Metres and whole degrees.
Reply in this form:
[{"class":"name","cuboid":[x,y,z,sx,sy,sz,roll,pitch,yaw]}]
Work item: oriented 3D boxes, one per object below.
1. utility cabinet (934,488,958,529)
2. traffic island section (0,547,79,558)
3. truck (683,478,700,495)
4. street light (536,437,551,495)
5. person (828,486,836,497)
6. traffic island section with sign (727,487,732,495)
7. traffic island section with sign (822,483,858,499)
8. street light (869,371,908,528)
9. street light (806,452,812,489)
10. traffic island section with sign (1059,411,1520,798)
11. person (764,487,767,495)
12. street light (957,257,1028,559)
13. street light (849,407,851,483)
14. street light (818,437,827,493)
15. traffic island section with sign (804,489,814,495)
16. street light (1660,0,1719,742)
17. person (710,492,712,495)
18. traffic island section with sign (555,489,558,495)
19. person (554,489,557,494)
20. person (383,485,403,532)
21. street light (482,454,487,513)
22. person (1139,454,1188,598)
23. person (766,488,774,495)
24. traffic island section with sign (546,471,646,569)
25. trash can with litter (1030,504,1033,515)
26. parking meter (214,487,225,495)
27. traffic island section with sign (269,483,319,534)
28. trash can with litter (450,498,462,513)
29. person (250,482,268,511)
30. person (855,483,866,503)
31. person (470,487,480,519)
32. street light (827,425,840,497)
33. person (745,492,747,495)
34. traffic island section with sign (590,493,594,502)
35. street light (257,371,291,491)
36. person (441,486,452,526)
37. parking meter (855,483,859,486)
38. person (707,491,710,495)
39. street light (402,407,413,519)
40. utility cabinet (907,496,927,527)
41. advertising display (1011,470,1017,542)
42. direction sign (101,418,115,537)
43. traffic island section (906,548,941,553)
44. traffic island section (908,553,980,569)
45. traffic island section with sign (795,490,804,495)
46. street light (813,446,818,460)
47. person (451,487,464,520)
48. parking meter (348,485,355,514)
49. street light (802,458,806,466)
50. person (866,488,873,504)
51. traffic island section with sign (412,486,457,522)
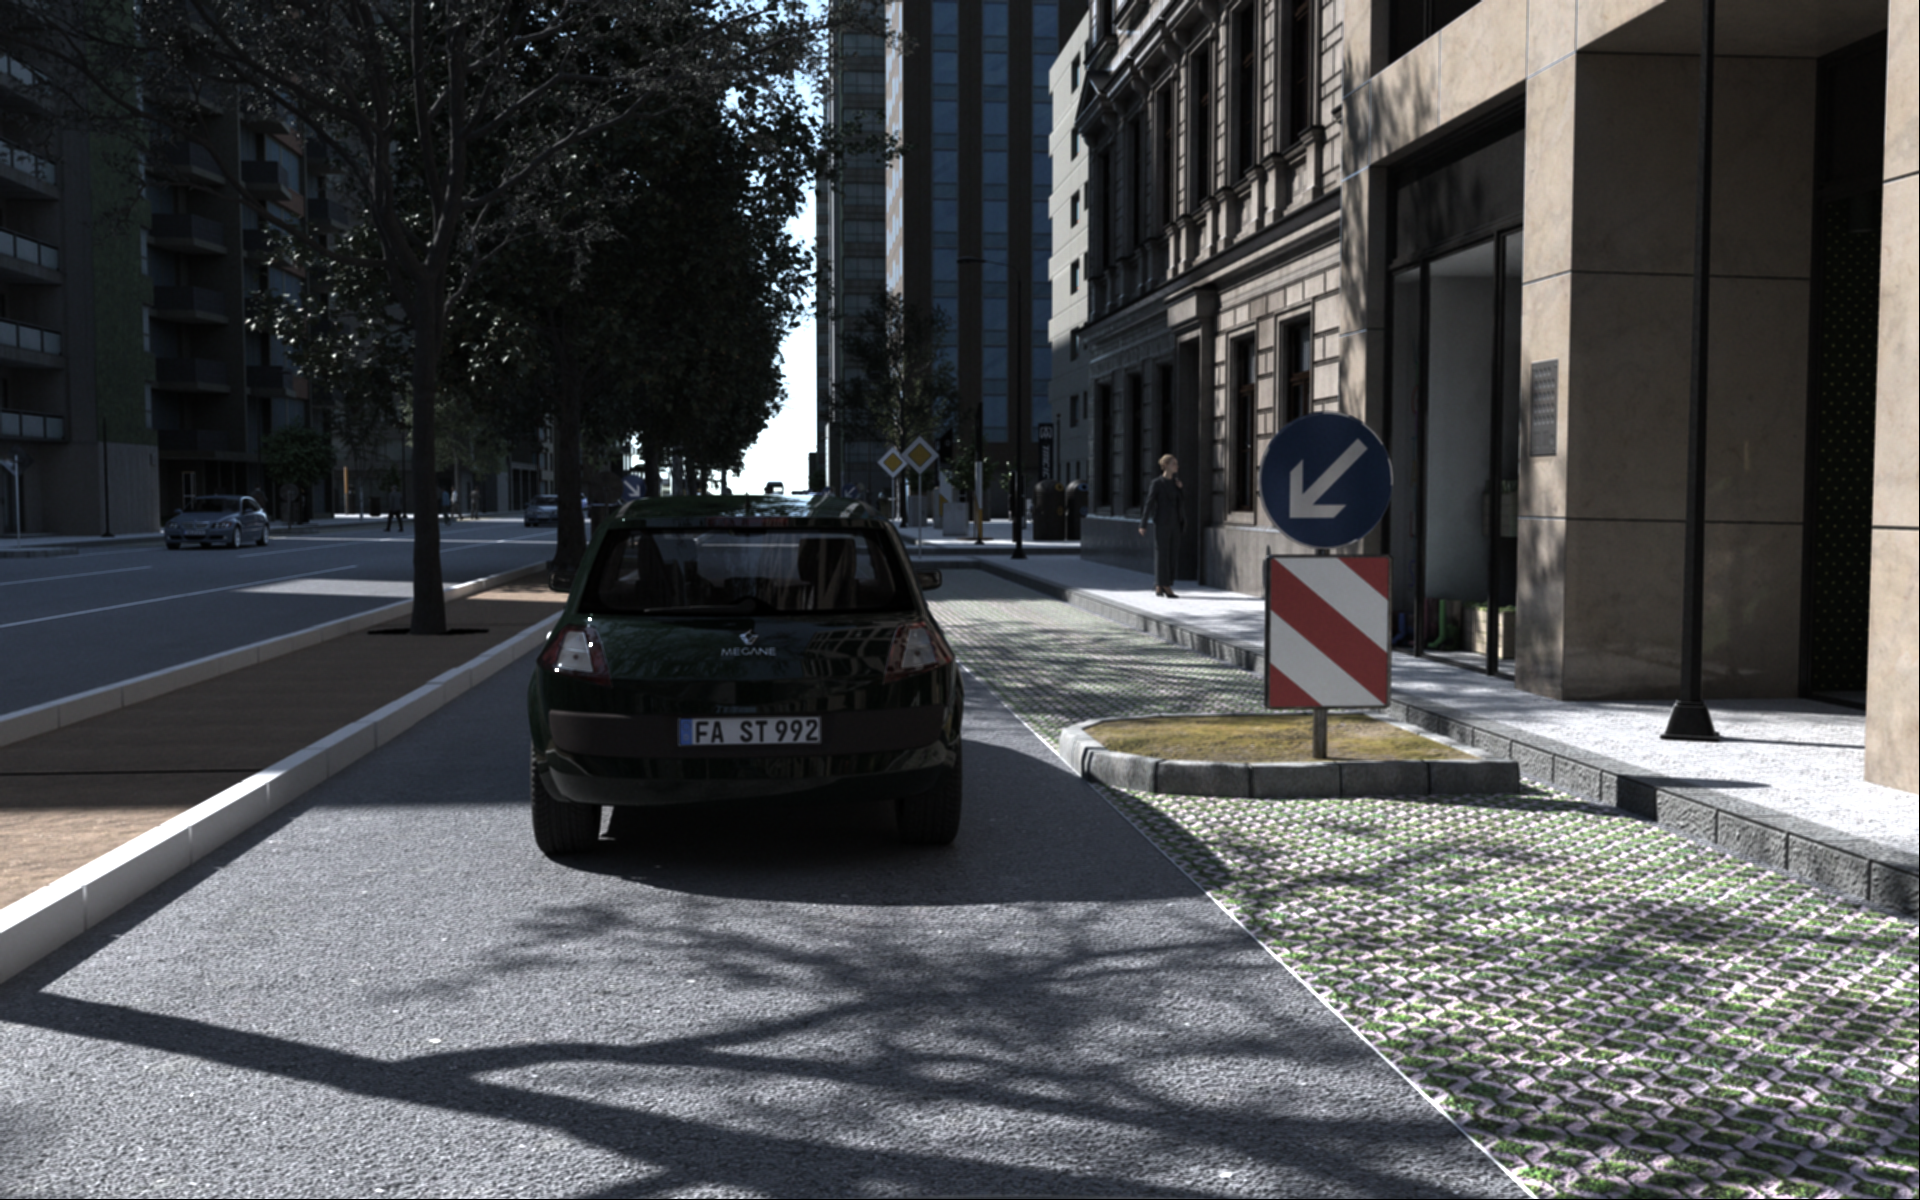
[{"class":"utility cabinet","cuboid":[-0.539,-3.367,63.730,0.318,1.500,1.173,2,4,32]},{"class":"traffic island section","cuboid":[-21.815,-1.090,40.096,2.009,0.180,2.903,0,4,-6]},{"class":"truck","cuboid":[-32.788,-13.285,213.131,3.469,3.379,9.791,0,4,-6]},{"class":"street light","cuboid":[-33.944,-10.309,141.097,1.470,5.913,1.316,0,4,-6]},{"class":"person","cuboid":[-5.709,-4.188,77.319,0.624,1.780,0.694,3,5,44]},{"class":"traffic island section with sign","cuboid":[-15.613,-6.594,115.954,2.006,1.907,1.989,0,4,-6]},{"class":"traffic island section with sign","cuboid":[-4.198,-3.381,63.911,1.989,1.847,2.006,0,4,-6]},{"class":"street light","cuboid":[-2.700,-5.702,65.775,1.470,5.913,1.316,0,4,-6]},{"class":"street light","cuboid":[-16.084,-13.486,193.044,1.470,5.913,1.316,0,4,-6]},{"class":"traffic island section with sign","cuboid":[1.572,-0.027,9.070,1.989,1.847,2.006,0,4,-6]},{"class":"person","cuboid":[-11.739,-5.913,104.953,0.755,1.850,0.659,-3,5,-44]},{"class":"street light","cuboid":[0.632,-3.768,34.152,1.470,5.913,1.316,0,4,-6]},{"class":"street light","cuboid":[-5.335,-7.290,91.729,1.470,5.913,1.316,0,4,-6]},{"class":"street light","cuboid":[-10.641,-10.370,142.091,1.470,5.913,1.316,0,4,-6]},{"class":"traffic island section with sign","cuboid":[-7.046,-5.031,90.892,1.989,1.847,2.006,0,4,-6]},{"class":"street light","cuboid":[3.305,-2.223,8.894,1.470,5.913,1.316,0,4,-6]},{"class":"person","cuboid":[-39.400,-16.189,273.644,0.683,1.767,0.568,1,4,22]},{"class":"traffic island section with sign","cuboid":[-32.297,-8.006,139.529,1.989,1.847,2.006,0,4,-6]},{"class":"person","cuboid":[-35.284,-8.856,151.523,0.721,1.739,1.217,-1,4,-9]},{"class":"person","cuboid":[-21.646,-3.503,66.170,0.834,1.777,0.661,1,4,21]},{"class":"street light","cuboid":[-31.307,-8.764,115.835,1.470,5.913,1.316,0,4,-6]},{"class":"person","cuboid":[2.528,-0.923,21.557,0.534,1.772,0.576,3,4,38]},{"class":"person","cuboid":[-10.631,-5.301,95.769,0.643,1.750,0.593,3,4,38]},{"class":"traffic island section with sign","cuboid":[-6.971,-1.573,33.860,2.006,1.907,1.989,0,4,-6]},{"class":"trash can with litter","cuboid":[2.810,-2.704,55.600,1.055,1.170,0.624,-2,4,-25]},{"class":"parking meter","cuboid":[-27.442,-3.416,64.256,0.372,1.533,0.369,0,3,0]},{"class":"traffic island section with sign","cuboid":[-24.149,-3.271,62.112,1.989,1.847,2.006,0,4,-6]},{"class":"trash can with litter","cuboid":[-33.085,-6.259,113.729,0.624,1.170,1.055,-1,4,-9]},{"class":"person","cuboid":[-23.867,-3.089,58.963,0.622,1.834,0.822,0,4,-7]},{"class":"person","cuboid":[-3.332,-2.978,57.381,0.526,1.800,0.537,-2,4,-31]},{"class":"person","cuboid":[-27.401,-5.485,97.992,0.655,1.846,0.447,2,4,26]},{"class":"street light","cuboid":[-8.028,-8.834,116.984,1.470,5.913,1.316,0,4,-6]},{"class":"person","cuboid":[-31.111,-14.879,252.454,1.217,1.739,0.721,3,5,41]},{"class":"traffic island section with sign","cuboid":[-35.126,-9.646,166.336,1.989,1.847,2.006,0,4,-6]},{"class":"street light","cuboid":[-25.878,-5.674,65.314,1.470,5.913,1.316,0,4,-6]},{"class":"person","cuboid":[-22.783,-4.156,76.789,0.444,1.785,0.601,1,4,20]},{"class":"parking meter","cuboid":[-5.645,-5.459,94.965,0.255,1.863,0.399,-1,4,-10]},{"class":"person","cuboid":[-23.636,-9.435,163.491,0.721,1.736,1.217,-2,4,-23]},{"class":"street light","cuboid":[-28.600,-7.230,90.755,1.470,5.913,1.316,0,4,-6]},{"class":"utility cabinet","cuboid":[-1.650,-3.439,67.397,0.306,1.237,1.020,2,4,31]},{"class":"advertising display","cuboid":[1.502,-2.518,46.384,0.123,1.923,0.974,1,4,11]},{"class":"direction sign","cuboid":[-25.511,-3.654,51.742,0.379,3.537,0.876,-2,4,-25]},{"class":"traffic island section","cuboid":[-1.585,-1.219,42.213,2.009,0.180,2.903,0,4,-6]},{"class":"traffic island section","cuboid":[-0.749,-0.733,34.272,2.009,0.180,2.903,0,4,-6]},{"class":"traffic island section with sign","cuboid":[-12.382,-8.131,141.563,1.989,1.847,2.006,0,4,-6]},{"class":"street light","cuboid":[-13.311,-11.921,167.451,1.470,5.913,1.316,0,4,-6]},{"class":"person","cuboid":[-27.195,-5.181,93.313,0.850,1.850,0.679,-1,4,-9]},{"class":"parking meter","cuboid":[-38.458,-6.348,109.493,0.399,1.863,0.255,1,4,23]},{"class":"street light","cuboid":[-19.311,-15.395,224.251,1.470,5.913,1.316,0,4,-6]},{"class":"person","cuboid":[-6.244,-6.856,118.946,0.445,1.727,0.742,1,4,20]},{"class":"traffic island section with sign","cuboid":[-26.988,-4.919,89.048,1.989,1.847,2.006,0,4,-6]}]
